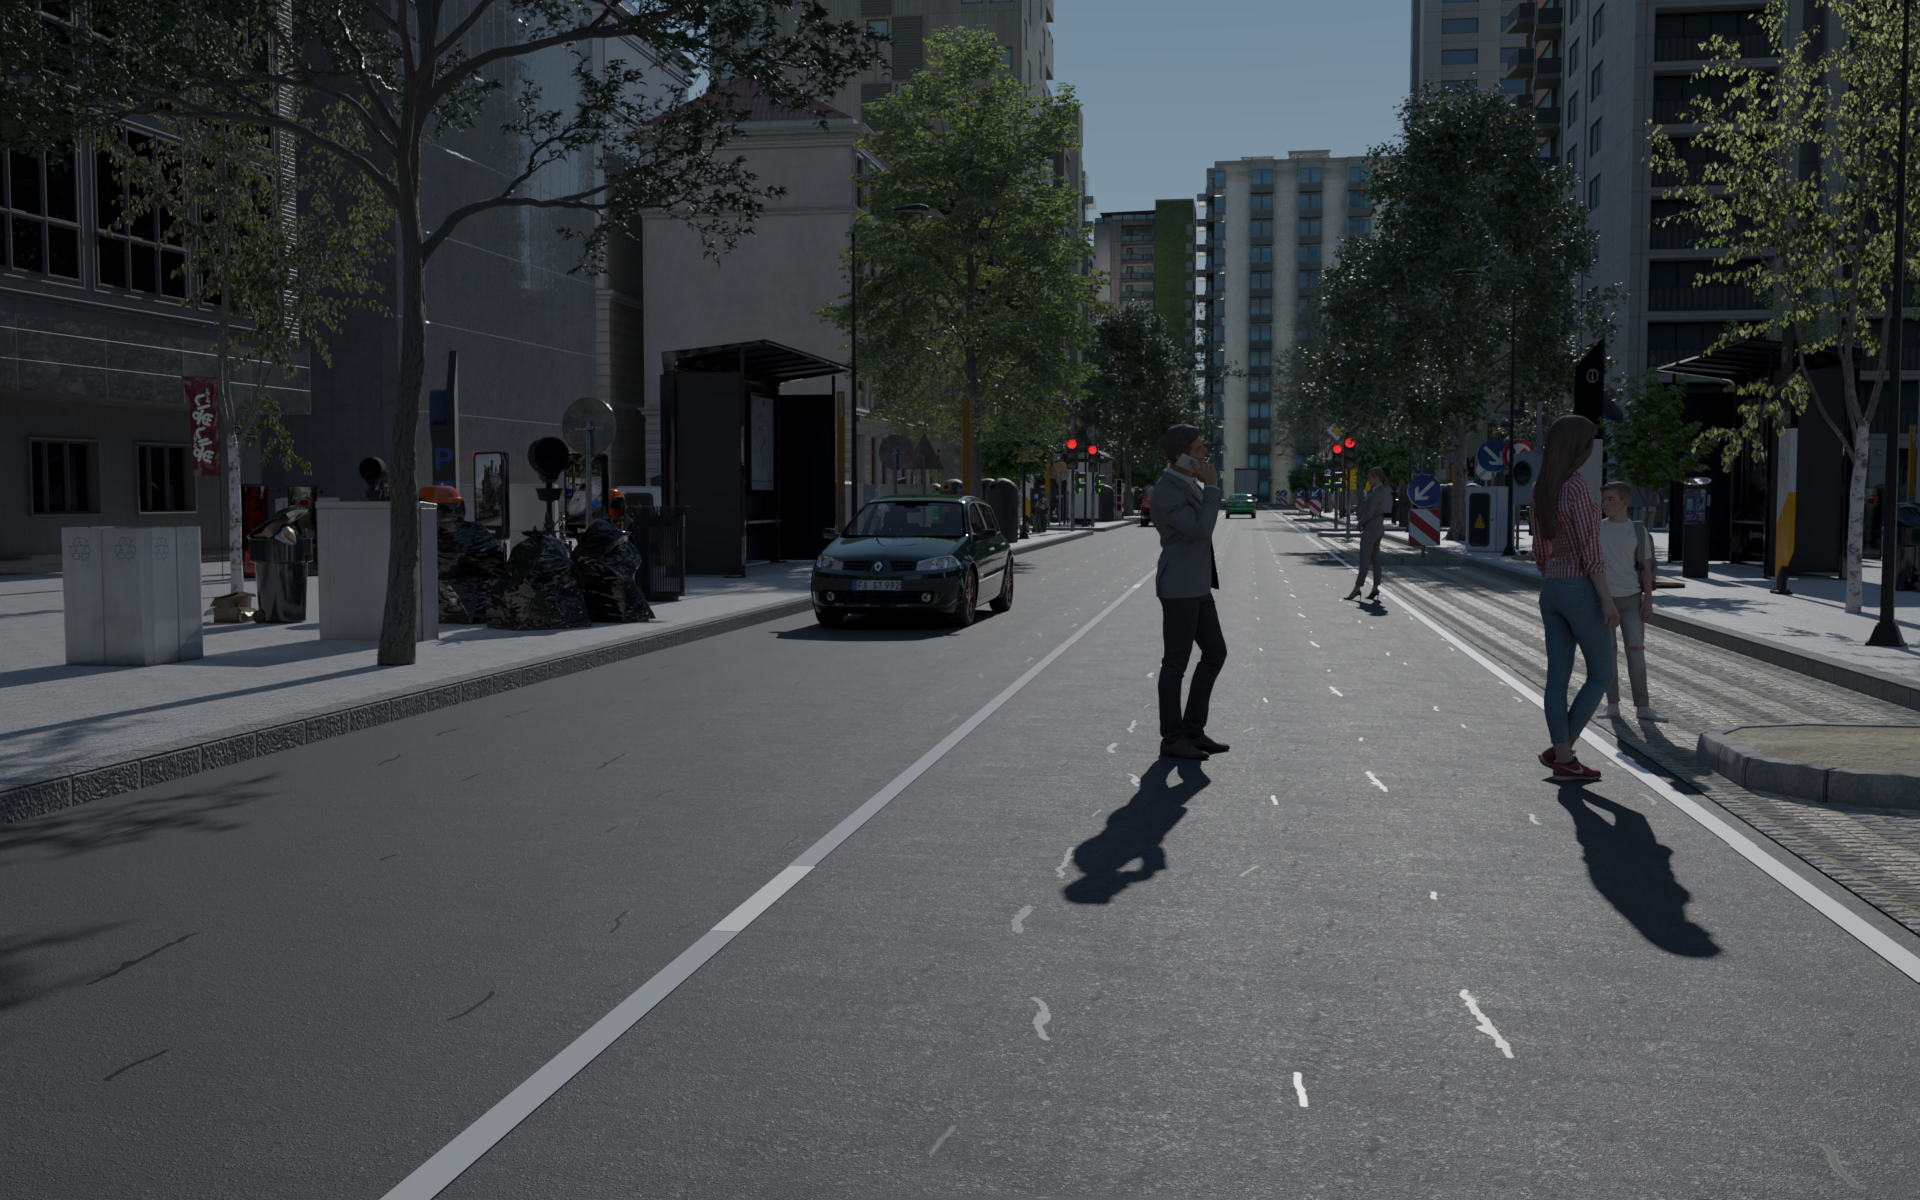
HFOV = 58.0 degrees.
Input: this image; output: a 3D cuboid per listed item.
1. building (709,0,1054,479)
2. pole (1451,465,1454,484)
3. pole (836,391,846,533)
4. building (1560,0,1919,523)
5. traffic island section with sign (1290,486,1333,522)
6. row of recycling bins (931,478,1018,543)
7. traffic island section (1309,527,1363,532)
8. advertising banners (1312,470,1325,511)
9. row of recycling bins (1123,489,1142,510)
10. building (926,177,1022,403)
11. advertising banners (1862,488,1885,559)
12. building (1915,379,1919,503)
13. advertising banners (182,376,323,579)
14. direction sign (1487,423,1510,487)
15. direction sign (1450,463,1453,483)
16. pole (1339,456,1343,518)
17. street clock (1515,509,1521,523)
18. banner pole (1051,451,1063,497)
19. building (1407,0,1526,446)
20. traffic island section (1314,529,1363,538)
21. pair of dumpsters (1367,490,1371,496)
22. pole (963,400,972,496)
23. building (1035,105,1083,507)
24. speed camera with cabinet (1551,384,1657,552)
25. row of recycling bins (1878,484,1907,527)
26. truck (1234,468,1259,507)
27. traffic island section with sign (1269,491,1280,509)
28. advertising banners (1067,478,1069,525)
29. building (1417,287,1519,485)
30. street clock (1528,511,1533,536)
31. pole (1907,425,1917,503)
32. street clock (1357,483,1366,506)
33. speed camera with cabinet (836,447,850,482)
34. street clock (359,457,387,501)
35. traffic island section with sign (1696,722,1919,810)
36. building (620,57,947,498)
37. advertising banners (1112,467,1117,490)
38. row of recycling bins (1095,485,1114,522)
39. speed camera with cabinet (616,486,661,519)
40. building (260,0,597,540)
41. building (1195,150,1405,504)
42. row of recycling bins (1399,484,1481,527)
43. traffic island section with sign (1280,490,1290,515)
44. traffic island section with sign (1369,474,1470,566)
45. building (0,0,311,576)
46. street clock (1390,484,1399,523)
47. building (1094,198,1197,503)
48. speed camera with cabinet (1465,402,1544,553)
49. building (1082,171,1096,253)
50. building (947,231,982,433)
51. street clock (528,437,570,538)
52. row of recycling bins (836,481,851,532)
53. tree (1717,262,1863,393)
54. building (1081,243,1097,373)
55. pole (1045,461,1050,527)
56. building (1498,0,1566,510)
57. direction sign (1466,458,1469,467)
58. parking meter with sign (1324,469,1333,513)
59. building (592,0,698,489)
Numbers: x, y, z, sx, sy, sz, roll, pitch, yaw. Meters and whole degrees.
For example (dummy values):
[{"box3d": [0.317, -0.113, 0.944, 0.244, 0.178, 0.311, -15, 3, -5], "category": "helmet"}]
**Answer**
[{"box3d": [-6.008, -34.808, 158.346, 28.713, 52.752, 27.495, 1, 4, 9], "category": "building"}, {"box3d": [34.563, -7.813, 121.591, 0.158, 3.312, 0.155, 0, 3, 0], "category": "pole"}, {"box3d": [-2.367, -2.481, 34.407, 0.158, 3.312, 0.155, 0, 3, 0], "category": "pole"}, {"box3d": [41.005, -39.318, 81.095, 20.611, 71.187, 20.563, 1, 4, 9], "category": "building"}, {"box3d": [18.343, -4.982, 90.075, 1.989, 1.847, 2.006, 1, 4, 9], "category": "traffic island section with sign"}, {"box3d": [0.490, -2.434, 46.916, 1.069, 1.692, 3.534, -2, 4, -28], "category": "row of recycling bins"}, {"box3d": [14.309, -2.662, 65.808, 2.009, 0.180, 2.903, 1, 4, 9], "category": "traffic island section"}, {"box3d": [26.186, -7.925, 125.768, 0.090, 3.025, 2.074, -2, 4, -25], "category": "advertising banners"}, {"box3d": [14.614, -7.953, 137.136, 3.534, 1.692, 1.069, 1, 4, 22], "category": "row of recycling bins"}, {"box3d": [-2.434, -18.367, 129.977, 12.332, 23.373, 15.834, 1, 4, 9], "category": "building"}, {"box3d": [17.588, -2.360, 34.774, 0.090, 3.025, 2.074, -2, 4, -34], "category": "advertising banners"}, {"box3d": [33.203, -43.577, 25.160, 22.319, 86.520, 31.000, 1, 4, 9], "category": "building"}, {"box3d": [-10.730, -1.845, 26.355, 2.074, 3.025, 0.090, -3, 5, -42], "category": "advertising banners"}, {"box3d": [17.191, -3.875, 55.360, 0.876, 3.537, 0.379, -1, 4, -22], "category": "direction sign"}, {"box3d": [35.841, -8.152, 125.288, 0.379, 3.537, 0.876, -3, 5, -42], "category": "direction sign"}, {"box3d": [20.508, -6.078, 93.216, 0.158, 3.312, 0.155, 0, 3, 0], "category": "pole"}, {"box3d": [25.136, -4.493, 78.024, 0.358, 2.002, 0.471, -3, 4, -38], "category": "street clock"}, {"box3d": [4.921, -6.047, 88.887, 0.863, 3.779, 0.401, 2, 4, 34], "category": "banner pole"}, {"box3d": [58.644, -39.328, 185.013, 21.231, 58.520, 28.212, 1, 4, 9], "category": "building"}, {"box3d": [13.004, -2.180, 57.930, 2.009, 0.180, 2.903, 1, 4, 9], "category": "traffic island section"}, {"box3d": [27.478, -6.756, 112.957, 1.574, 2.255, 4.437, 1, 4, 10], "category": "pair of dumpsters"}, {"box3d": [0.156, -2.680, 37.657, 0.158, 3.312, 0.155, 0, 3, 0], "category": "pole"}, {"box3d": [4.923, -30.234, 177.926, 14.154, 41.232, 14.086, 1, 4, 9], "category": "building"}, {"box3d": [11.454, -2.226, 30.727, 2.038, 3.252, 0.660, -2, 4, -27], "category": "speed camera with cabinet"}, {"box3d": [36.046, -3.769, 68.737, 3.534, 1.692, 1.069, 2, 4, 32], "category": "row of recycling bins"}, {"box3d": [31.892, -12.479, 192.947, 2.839, 4.237, 11.283, 1, 4, 10], "category": "truck"}, {"box3d": [30.953, -9.637, 166.198, 1.989, 1.847, 2.006, 1, 4, 9], "category": "traffic island section with sign"}, {"box3d": [4.445, -4.596, 71.338, 0.090, 3.025, 2.074, 0, 4, 5], "category": "advertising banners"}, {"box3d": [56.972, -19.113, 157.529, 27.650, 21.520, 28.899, 1, 4, 9], "category": "building"}, {"box3d": [17.681, -2.993, 53.502, 0.471, 2.002, 0.358, 1, 4, 20], "category": "street clock"}, {"box3d": [27.992, -3.494, 50.967, 0.158, 3.312, 0.155, 0, 3, 0], "category": "pole"}, {"box3d": [21.160, -5.305, 91.312, 0.358, 2.002, 0.471, -1, 4, -22], "category": "street clock"}, {"box3d": [-4.812, -4.754, 72.069, 0.660, 3.252, 2.038, -1, 4, -12], "category": "speed camera with cabinet"}, {"box3d": [-11.591, -1.814, 34.229, 0.471, 2.002, 0.358, 0, 4, 7], "category": "street clock"}, {"box3d": [4.852, 0.000, 8.635, 1.989, 1.847, 2.006, 1, 4, 9], "category": "traffic island section with sign"}, {"box3d": [-8.345, -15.550, 90.397, 11.583, 22.565, 21.152, 1, 4, 9], "category": "building"}, {"box3d": [8.918, -6.919, 109.314, 2.074, 3.025, 0.090, 1, 4, 16], "category": "advertising banners"}, {"box3d": [6.486, -4.564, 81.732, 1.069, 1.692, 3.534, -1, 4, -11], "category": "row of recycling bins"}, {"box3d": [-6.388, -2.631, 37.357, 2.038, 3.252, 0.660, -1, 4, -13], "category": "speed camera with cabinet"}, {"box3d": [-21.345, -13.921, 45.630, 19.932, 24.808, 12.078, 1, 4, 9], "category": "building"}, {"box3d": [48.704, -38.181, 243.869, 30.456, 49.044, 23.786, 1, 4, 9], "category": "building"}, {"box3d": [18.780, -3.704, 67.674, 3.534, 1.692, 1.069, -1, 4, -15], "category": "row of recycling bins"}, {"box3d": [22.755, -6.608, 116.668, 1.989, 1.847, 2.006, 1, 4, 9], "category": "traffic island section with sign"}, {"box3d": [9.254, -1.627, 35.230, 1.989, 1.847, 2.006, 1, 4, 9], "category": "traffic island section with sign"}, {"box3d": [-21.103, -14.009, 22.547, 14.314, 27.812, 24.014, 1, 4, 9], "category": "building"}, {"box3d": [18.957, -4.344, 75.598, 0.358, 2.002, 0.471, 3, 4, 37], "category": "street clock"}, {"box3d": [25.883, -34.191, 242.610, 14.086, 41.232, 14.154, 1, 4, 9], "category": "building"}, {"box3d": [11.938, -2.653, 37.708, 0.660, 3.252, 2.038, -2, 4, -26], "category": "speed camera with cabinet"}, {"box3d": [4.406, -38.592, 250.589, 30.456, 49.044, 23.786, 1, 4, 9], "category": "building"}, {"box3d": [-5.845, -16.833, 111.384, 11.583, 22.565, 21.152, 1, 4, 9], "category": "building"}, {"box3d": [-5.223, -1.068, 22.035, 0.471, 2.002, 0.358, -2, 4, -35], "category": "street clock"}, {"box3d": [-3.728, -2.869, 54.014, 1.069, 1.692, 3.534, 0, 4, 1], "category": "row of recycling bins"}, {"box3d": [25.542, -6.286, 53.142, 4.737, 8.622, 4.395, 0, 3, 0], "category": "tree"}, {"box3d": [8.649, -26.291, 201.561, 14.107, 30.474, 14.160, 1, 4, 9], "category": "building"}, {"box3d": [3.400, -4.488, 67.214, 0.158, 3.312, 0.155, 0, 3, 0], "category": "pole"}, {"box3d": [47.361, -27.965, 111.848, 22.147, 44.769, 28.867, 1, 4, 9], "category": "building"}, {"box3d": [31.238, -7.063, 107.471, 0.876, 3.537, 0.379, -2, 4, -29], "category": "direction sign"}, {"box3d": [25.691, -7.604, 120.593, 0.543, 3.016, 1.738, 1, 4, 18], "category": "parking meter with sign"}, {"box3d": [-25.159, -18.568, 89.495, 20.117, 28.700, 13.634, 1, 4, 9], "category": "building"}]
